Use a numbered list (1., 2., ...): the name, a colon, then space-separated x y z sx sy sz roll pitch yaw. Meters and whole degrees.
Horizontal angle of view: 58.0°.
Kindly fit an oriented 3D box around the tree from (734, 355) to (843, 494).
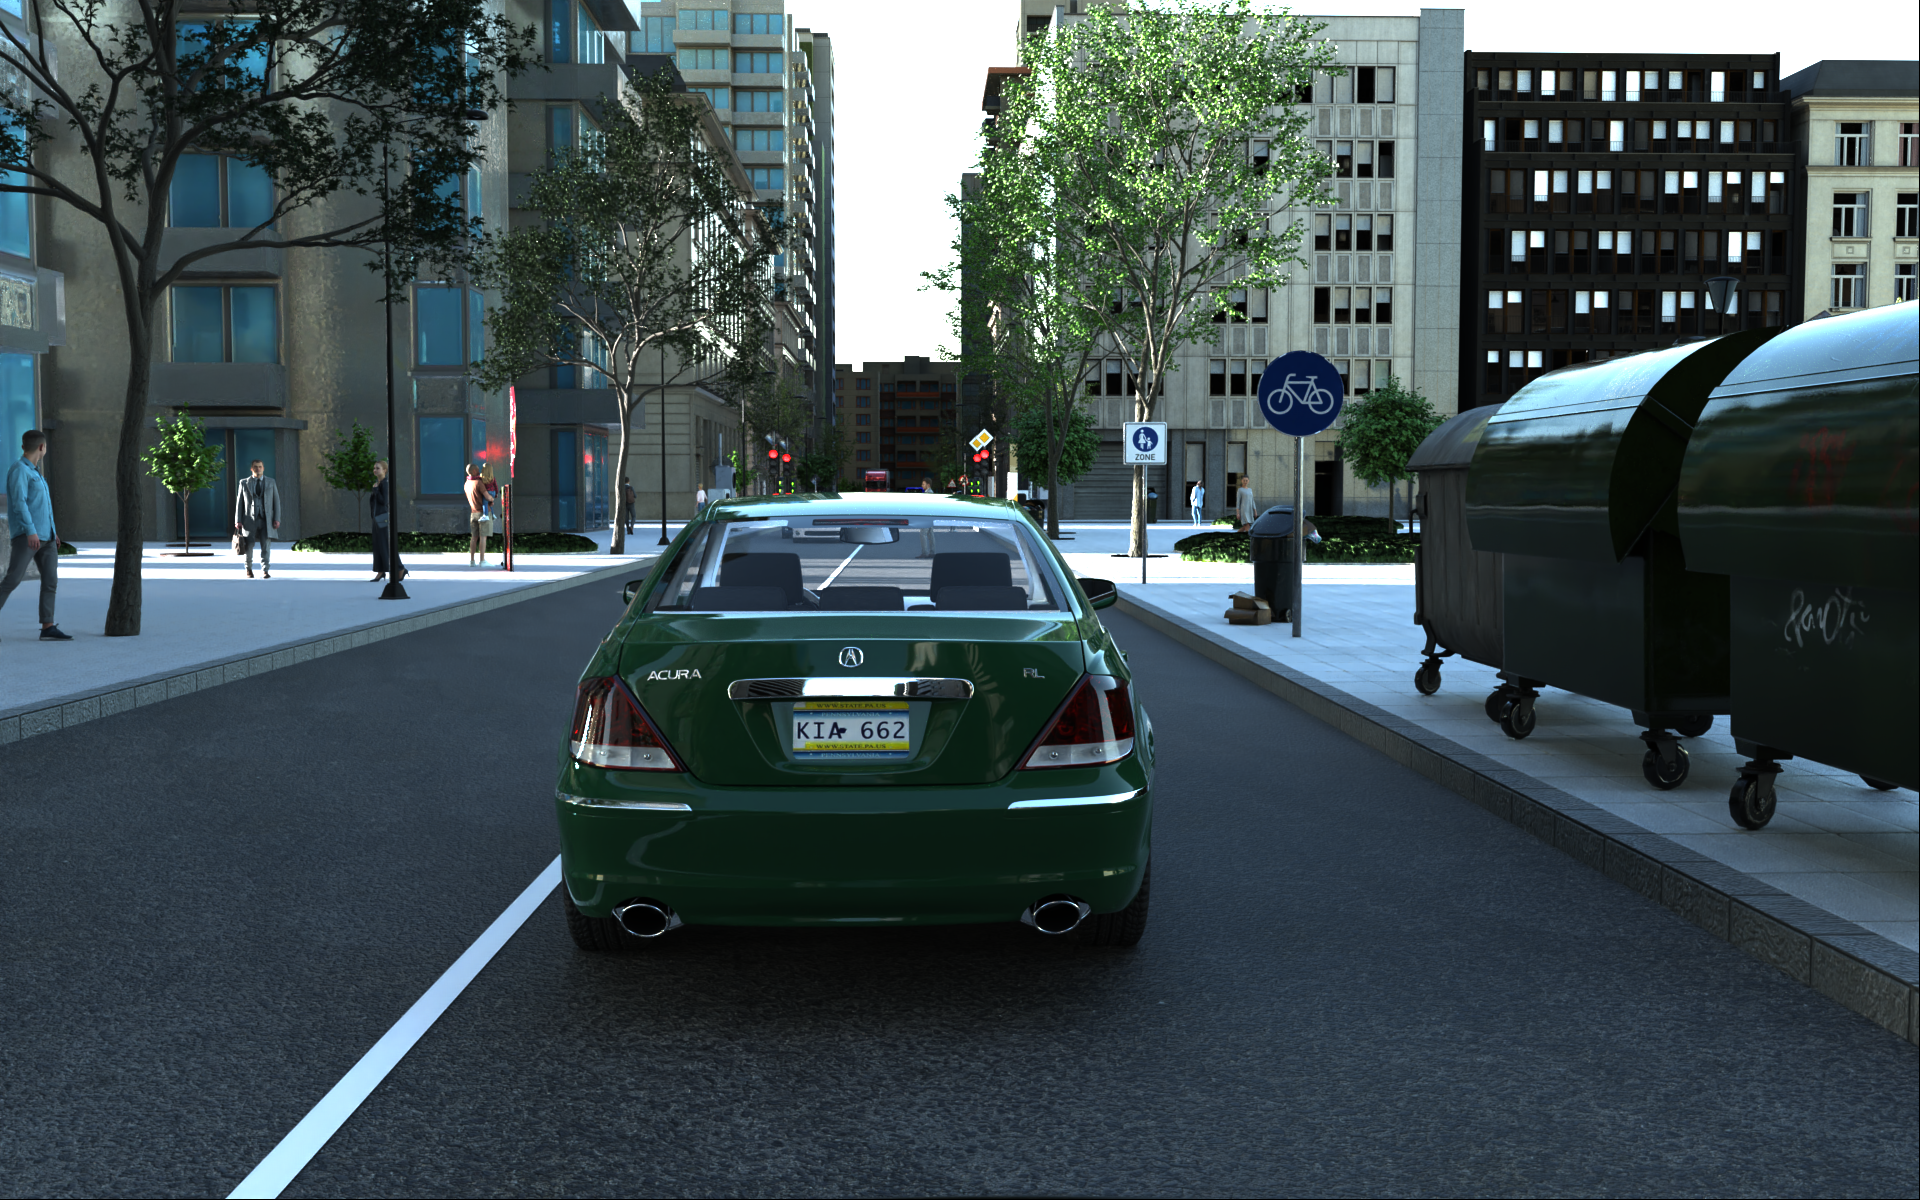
1. tree: -9.537 -8.594 90.881 4.737 8.622 4.395 0 3 0

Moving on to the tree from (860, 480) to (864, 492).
1. tree: -13.720 -13.910 222.023 1.663 3.219 1.824 0 3 0

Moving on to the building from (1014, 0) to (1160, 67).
1. building: 18.652 -49.865 253.543 20.611 71.187 20.563 0 4 -2

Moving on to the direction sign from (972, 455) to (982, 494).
1. direction sign: 1.103 -6.640 100.559 0.876 3.537 0.379 2 4 32

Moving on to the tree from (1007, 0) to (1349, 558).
1. tree: 3.804 -6.673 34.859 9.928 11.665 9.643 0 3 0

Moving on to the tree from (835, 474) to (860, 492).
1. tree: -10.882 -10.380 164.316 1.663 3.219 1.824 0 3 0

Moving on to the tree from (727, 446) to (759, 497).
1. tree: -9.187 -4.625 70.227 1.663 3.219 1.824 0 3 0

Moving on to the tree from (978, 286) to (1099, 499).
1. tree: 2.764 -6.854 62.429 4.737 8.622 4.395 0 3 0

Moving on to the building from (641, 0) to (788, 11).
1. building: -36.163 -57.478 252.434 31.000 86.520 22.319 0 4 -2

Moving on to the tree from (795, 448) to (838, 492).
1. tree: -10.095 -8.433 121.590 4.285 4.588 4.351 0 3 0

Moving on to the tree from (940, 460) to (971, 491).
1. tree: -0.370 -10.805 160.379 4.285 4.588 4.351 0 3 0

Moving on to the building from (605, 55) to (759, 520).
1. building: -20.822 -16.258 99.109 16.112 22.955 30.059 0 4 -2

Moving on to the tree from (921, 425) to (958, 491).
1. tree: -1.823 -14.326 184.585 4.737 8.622 4.395 0 3 0

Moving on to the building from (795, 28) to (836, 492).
1. building: -29.918 -41.340 217.903 28.212 58.520 21.231 0 4 -2

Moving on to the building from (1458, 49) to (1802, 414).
1. building: 33.035 -15.980 90.948 15.834 23.373 12.332 0 4 -2

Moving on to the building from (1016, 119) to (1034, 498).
1. building: 10.158 -17.815 109.292 12.078 24.808 19.932 0 4 -2

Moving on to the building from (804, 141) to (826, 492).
1. building: -22.508 -31.250 194.530 14.154 41.232 14.086 0 4 -2

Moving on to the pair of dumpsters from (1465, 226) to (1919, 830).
1. pair of dumpsters: 3.520 -0.277 7.021 1.574 2.255 4.437 0 4 -2

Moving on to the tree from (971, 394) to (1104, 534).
1. tree: 2.986 -4.440 56.304 4.285 4.588 4.351 0 3 0

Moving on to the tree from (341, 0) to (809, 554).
1. tree: -6.996 -6.249 36.590 7.601 10.594 8.767 1 4 13

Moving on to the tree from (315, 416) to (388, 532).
1. tree: -15.014 -2.977 43.271 1.663 3.219 1.824 0 3 0

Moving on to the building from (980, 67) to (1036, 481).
1. building: 13.314 -31.961 177.180 22.147 44.769 28.867 0 4 -2

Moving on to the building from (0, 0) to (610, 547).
1. building: -26.274 -26.638 55.136 30.456 49.044 23.786 0 4 -2

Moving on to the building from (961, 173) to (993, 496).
1. building: 7.079 -32.985 222.896 14.154 41.232 14.086 0 4 -2

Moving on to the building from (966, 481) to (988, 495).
1. building: 16.750 -31.311 203.811 32.217 40.220 23.993 0 4 -2

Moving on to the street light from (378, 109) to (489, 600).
1. street light: -6.385 -2.966 21.036 1.470 5.913 1.316 0 4 -2

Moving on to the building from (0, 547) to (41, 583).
1. building: -22.957 -23.970 11.515 23.786 49.044 30.456 0 4 -2

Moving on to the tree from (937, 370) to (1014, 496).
1. tree: 1.097 -8.881 95.567 4.360 8.622 3.978 0 3 0

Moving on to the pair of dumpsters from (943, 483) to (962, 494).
1. pair of dumpsters: -0.615 -8.923 148.386 1.574 2.255 4.437 0 4 -2

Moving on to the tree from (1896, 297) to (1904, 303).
1. tree: 34.047 -6.753 60.779 4.737 8.622 4.395 0 3 0

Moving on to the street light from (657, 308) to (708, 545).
1. street light: -6.882 -4.328 43.308 1.470 5.913 1.316 0 4 -2

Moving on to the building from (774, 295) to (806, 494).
1. building: -18.706 -17.112 144.416 10.561 19.102 19.286 0 4 -2

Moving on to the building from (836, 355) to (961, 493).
1. building: -6.299 -25.244 257.774 28.899 21.520 27.650 0 4 -2

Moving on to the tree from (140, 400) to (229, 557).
1. tree: -15.943 -2.518 35.773 1.663 3.219 1.824 0 3 0

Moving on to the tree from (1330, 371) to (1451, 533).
1. tree: 11.548 -3.850 46.667 4.285 4.588 4.351 0 3 0

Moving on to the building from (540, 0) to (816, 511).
1. building: -25.937 -33.783 171.953 23.786 49.044 30.456 0 4 -2

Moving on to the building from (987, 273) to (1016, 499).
1. building: 7.869 -17.348 148.261 10.561 19.102 19.286 0 4 -2

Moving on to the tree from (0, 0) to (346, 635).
1. tree: -7.261 -4.951 15.363 7.601 10.594 8.767 0 4 4

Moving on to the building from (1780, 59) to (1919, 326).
1. building: 55.914 -15.921 93.587 30.059 22.955 16.112 0 4 -2

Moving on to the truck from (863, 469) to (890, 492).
1. truck: -9.274 -12.586 194.699 2.839 4.237 11.283 0 4 -1

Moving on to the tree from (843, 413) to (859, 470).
1. tree: -10.628 -11.938 145.552 4.737 8.622 4.395 0 3 0

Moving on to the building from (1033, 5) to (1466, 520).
1. building: 14.390 -16.665 90.488 19.932 24.808 12.078 0 4 -2

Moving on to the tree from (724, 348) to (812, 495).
1. tree: -9.491 -8.292 85.944 4.360 8.622 3.978 0 3 0

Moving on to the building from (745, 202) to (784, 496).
1. building: -18.905 -18.093 124.692 11.050 23.489 19.941 0 4 -2
